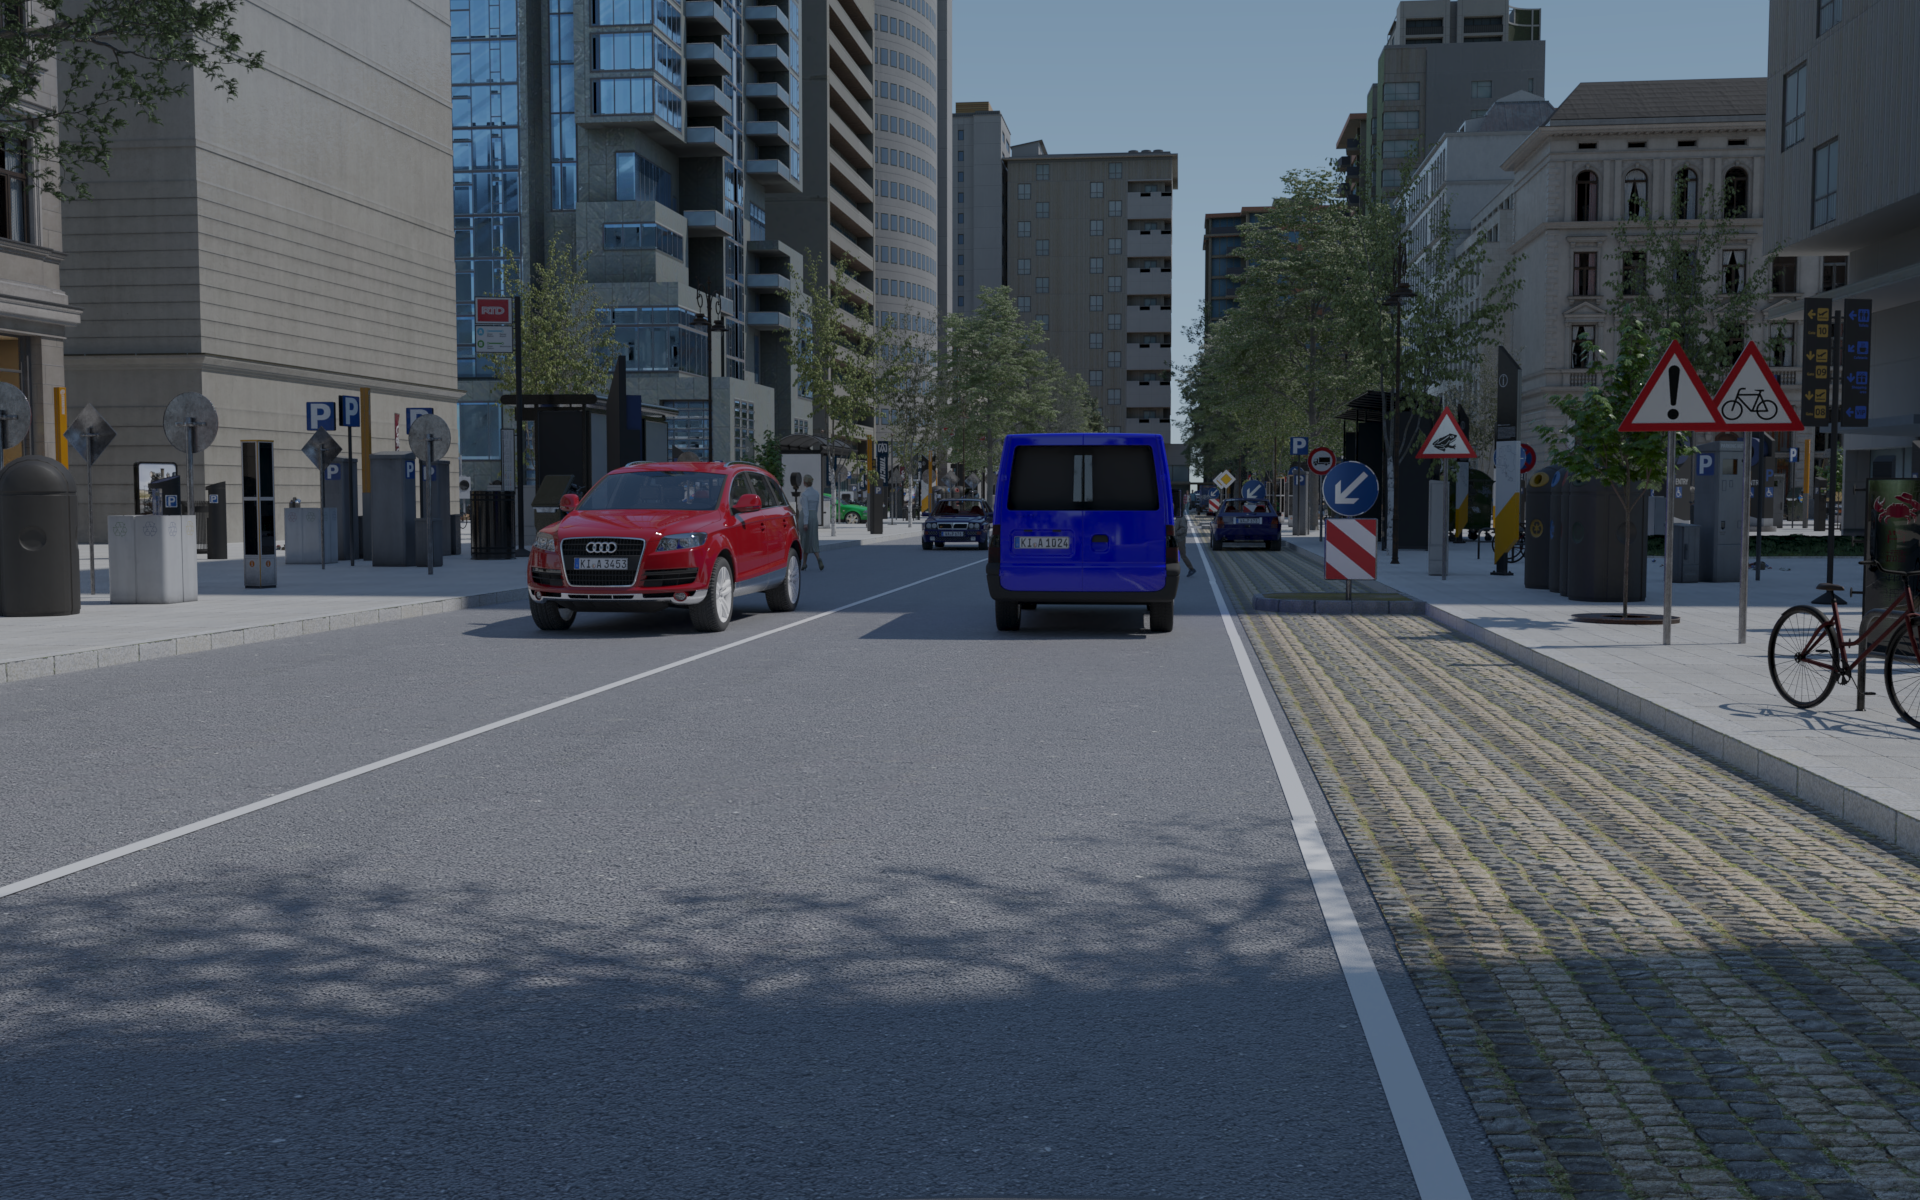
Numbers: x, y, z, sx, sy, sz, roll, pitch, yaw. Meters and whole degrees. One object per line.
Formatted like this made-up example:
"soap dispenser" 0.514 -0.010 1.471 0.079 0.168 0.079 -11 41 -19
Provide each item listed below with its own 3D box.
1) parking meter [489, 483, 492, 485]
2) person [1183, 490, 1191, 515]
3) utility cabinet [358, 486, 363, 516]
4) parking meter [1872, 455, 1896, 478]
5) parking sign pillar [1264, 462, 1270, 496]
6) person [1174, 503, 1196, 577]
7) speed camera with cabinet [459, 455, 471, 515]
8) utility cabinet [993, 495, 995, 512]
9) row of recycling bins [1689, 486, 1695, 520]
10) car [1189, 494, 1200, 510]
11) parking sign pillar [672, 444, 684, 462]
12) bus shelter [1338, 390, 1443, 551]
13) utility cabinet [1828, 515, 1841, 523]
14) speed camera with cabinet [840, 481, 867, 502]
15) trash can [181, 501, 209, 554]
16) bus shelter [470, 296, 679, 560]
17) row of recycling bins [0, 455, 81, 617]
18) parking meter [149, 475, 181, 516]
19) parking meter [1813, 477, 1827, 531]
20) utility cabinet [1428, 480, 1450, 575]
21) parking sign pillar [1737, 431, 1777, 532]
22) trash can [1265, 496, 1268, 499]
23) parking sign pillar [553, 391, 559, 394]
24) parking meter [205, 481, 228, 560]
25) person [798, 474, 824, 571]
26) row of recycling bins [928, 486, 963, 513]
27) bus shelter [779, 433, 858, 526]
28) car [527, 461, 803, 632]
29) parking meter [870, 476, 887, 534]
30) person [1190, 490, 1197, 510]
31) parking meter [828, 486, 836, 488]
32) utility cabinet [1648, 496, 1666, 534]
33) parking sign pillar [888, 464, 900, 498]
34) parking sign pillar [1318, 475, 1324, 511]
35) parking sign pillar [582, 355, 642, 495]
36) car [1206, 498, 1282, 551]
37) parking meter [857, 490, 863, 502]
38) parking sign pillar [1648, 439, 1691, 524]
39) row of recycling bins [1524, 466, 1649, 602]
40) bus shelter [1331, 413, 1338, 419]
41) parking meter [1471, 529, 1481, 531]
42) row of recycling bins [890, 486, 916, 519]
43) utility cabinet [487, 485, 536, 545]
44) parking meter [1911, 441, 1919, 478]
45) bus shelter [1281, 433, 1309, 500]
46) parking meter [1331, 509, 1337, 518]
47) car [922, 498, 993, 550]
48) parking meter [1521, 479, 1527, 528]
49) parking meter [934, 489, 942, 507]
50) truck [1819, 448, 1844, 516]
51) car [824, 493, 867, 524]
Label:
"parking meter" -24.110 -5.128 89.551 0.399 1.863 0.255 2 4 35
"person" 15.360 -6.599 117.224 0.563 1.720 0.643 -1 4 -23
"utility cabinet" -15.865 -2.301 46.299 1.173 1.500 0.318 -3 4 -36
"parking meter" 13.820 -1.237 25.942 0.255 1.863 0.399 3 4 38
"parking sign pillar" 20.272 -7.717 114.643 1.447 3.967 1.447 1 4 12
"person" 3.796 -1.047 29.894 0.640 1.303 0.475 -1 4 -21
"speed camera with cabinet" -25.804 -5.697 87.487 2.038 3.252 0.660 -3 4 -38
"utility cabinet" 2.406 -5.464 100.499 1.020 1.237 0.306 0 4 -1
"row of recycling bins" 35.681 -4.775 85.176 1.069 1.692 3.534 2 4 31
"car" 21.527 -8.987 156.725 2.009 1.686 4.222 0 4 7
"parking sign pillar" -14.928 -6.450 93.937 1.447 3.967 1.447 -1 4 -16
"bus shelter" 10.420 -3.106 42.061 1.731 3.624 6.357 0 4 7
"utility cabinet" 39.096 -4.015 76.815 1.020 1.237 0.306 1 4 16
"speed camera with cabinet" -7.314 -7.598 118.562 2.038 3.252 0.660 -1 4 -16
"trash can" -16.370 -1.561 37.180 0.748 1.137 0.748 0 3 0
"bus shelter" -8.439 -3.679 37.790 2.179 5.291 8.768 0 4 7
"row of recycling bins" -11.127 -0.700 18.558 3.534 1.692 1.069 1 4 9
"parking meter" -10.587 -0.899 23.108 0.372 1.533 0.369 0 3 0
"parking meter" 29.602 -3.295 59.590 0.255 1.863 0.399 0 4 -2
"utility cabinet" 7.652 -1.161 27.656 0.318 1.500 1.173 1 4 14
"parking sign pillar" 27.192 -4.329 59.244 1.447 3.967 1.447 -1 4 -21
"trash can" 23.512 -7.466 133.722 0.748 1.137 0.748 0 3 0
"parking sign pillar" -10.551 -3.439 44.702 1.447 3.967 1.447 -1 4 -11
"parking meter" -14.622 -1.568 34.056 0.372 1.533 0.369 0 3 0
"person" -2.773 -1.443 32.314 0.478 1.798 0.641 -3 4 -39
"row of recycling bins" -0.635 -4.846 86.342 1.069 1.692 3.534 2 4 24
"bus shelter" -5.049 -4.075 60.546 2.014 3.302 5.546 0 4 7
"car" -3.218 -0.680 19.789 2.281 1.827 5.304 0 4 8
"parking meter" -2.654 -3.032 55.282 0.399 1.863 0.255 -2 4 -29
"person" 20.441 -8.772 151.946 0.660 1.820 0.620 0 3 0
"parking meter" -6.348 -4.919 86.143 0.255 1.863 0.399 -3 4 -37
"utility cabinet" 20.666 -2.477 51.668 0.306 1.237 1.020 3 5 40
"parking sign pillar" -6.055 -10.229 155.708 1.447 3.967 1.447 1 4 18
"parking sign pillar" 27.282 -8.783 132.078 1.447 3.967 1.447 0 4 2
"parking sign pillar" -6.684 -2.809 34.395 1.447 3.967 1.447 -1 4 -22
"car" 7.350 -1.967 44.738 1.945 1.354 3.894 0 4 7
"parking meter" -6.381 -6.256 110.688 0.372 1.533 0.369 0 3 0
"parking sign pillar" 24.737 -4.453 61.281 1.447 3.967 1.447 -1 4 -18
"row of recycling bins" 8.012 -0.921 22.177 1.069 1.692 3.534 0 4 8
"bus shelter" 11.622 -3.529 48.990 1.731 3.624 6.357 0 4 7
"parking meter" 17.045 -2.986 57.235 0.372 1.533 0.369 0 3 0
"row of recycling bins" -3.016 -5.212 92.326 1.069 1.692 3.534 -1 4 -13
"utility cabinet" -11.172 -2.112 43.206 1.173 1.500 0.318 -1 4 -12
"parking meter" 10.457 -0.797 18.736 0.255 1.863 0.399 1 4 14
"bus shelter" 21.012 -7.932 107.313 2.179 5.291 8.768 0 4 7
"parking meter" 14.415 -3.545 66.377 0.372 1.533 0.369 0 3 0
"car" 0.022 -2.020 45.601 1.945 1.354 3.894 0 4 6
"parking meter" 20.102 -3.450 62.122 0.399 1.863 0.255 1 4 22
"parking meter" -1.023 -4.392 80.212 0.372 1.533 0.369 0 3 0
"truck" 39.923 -4.620 71.468 9.791 3.379 3.469 0 4 5
"car" -5.919 -4.111 76.014 4.718 1.807 1.959 0 4 8
